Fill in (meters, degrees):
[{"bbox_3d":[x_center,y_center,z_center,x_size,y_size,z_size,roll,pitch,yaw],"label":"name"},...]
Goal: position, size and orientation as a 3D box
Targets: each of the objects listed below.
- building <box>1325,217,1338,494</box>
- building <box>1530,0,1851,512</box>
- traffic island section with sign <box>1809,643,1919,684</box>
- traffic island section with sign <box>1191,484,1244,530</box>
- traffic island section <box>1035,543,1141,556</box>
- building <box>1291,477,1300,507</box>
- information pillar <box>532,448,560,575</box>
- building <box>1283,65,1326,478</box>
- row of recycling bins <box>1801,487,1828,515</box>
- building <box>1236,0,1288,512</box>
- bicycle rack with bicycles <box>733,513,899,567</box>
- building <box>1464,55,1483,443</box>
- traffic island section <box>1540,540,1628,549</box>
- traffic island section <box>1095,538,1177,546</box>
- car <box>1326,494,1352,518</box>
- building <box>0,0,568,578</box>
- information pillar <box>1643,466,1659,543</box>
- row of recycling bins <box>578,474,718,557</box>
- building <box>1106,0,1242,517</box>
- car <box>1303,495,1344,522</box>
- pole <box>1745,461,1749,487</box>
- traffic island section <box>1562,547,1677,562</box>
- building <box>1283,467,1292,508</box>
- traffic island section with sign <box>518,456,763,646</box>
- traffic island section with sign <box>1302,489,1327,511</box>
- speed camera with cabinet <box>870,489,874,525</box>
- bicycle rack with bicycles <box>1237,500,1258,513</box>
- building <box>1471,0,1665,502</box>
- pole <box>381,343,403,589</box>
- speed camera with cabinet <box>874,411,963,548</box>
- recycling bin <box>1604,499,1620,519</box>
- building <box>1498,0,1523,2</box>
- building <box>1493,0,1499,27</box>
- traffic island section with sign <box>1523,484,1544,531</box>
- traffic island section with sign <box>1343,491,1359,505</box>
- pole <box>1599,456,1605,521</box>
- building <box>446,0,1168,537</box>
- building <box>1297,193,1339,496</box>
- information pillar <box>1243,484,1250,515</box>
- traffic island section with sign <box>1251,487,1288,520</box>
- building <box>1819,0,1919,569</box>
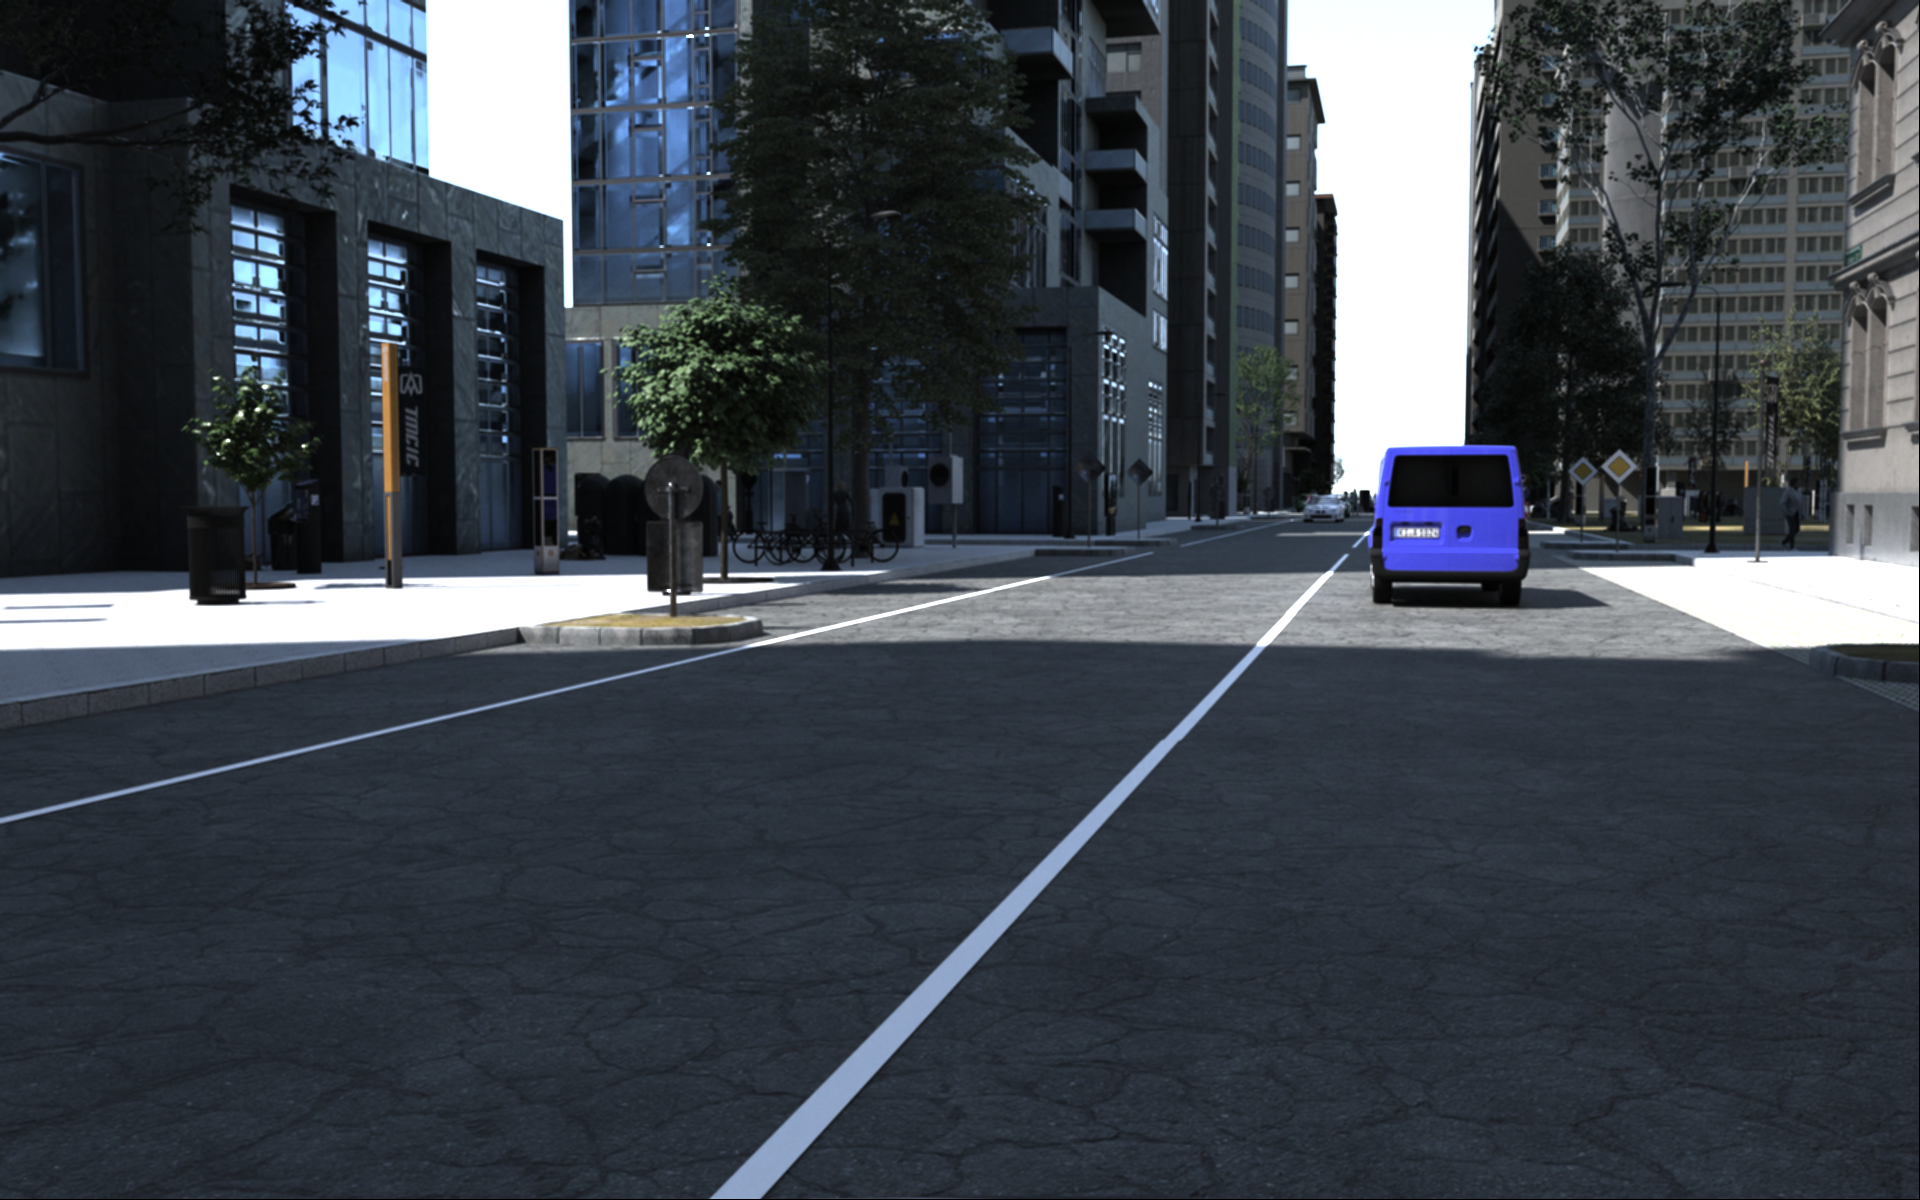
[{"bbox_3d":[50.776,-37.775,267.739,14.600,45.320,14.200,1,4,14],"label":"building"},{"bbox_3d":[58.549,-26.867,131.158,32.217,40.220,23.993,1,4,14],"label":"building"},{"bbox_3d":[7.931,-0.311,13.718,1.989,1.847,2.006,1,4,14],"label":"traffic island section with sign"},{"bbox_3d":[10.458,-3.763,70.159,1.989,1.847,2.006,1,4,14],"label":"traffic island section with sign"},{"bbox_3d":[3.054,-1.163,41.302,2.009,0.180,2.903,1,4,14],"label":"traffic island section"},{"bbox_3d":[19.852,-30.159,184.985,32.217,40.220,23.993,1,4,14],"label":"building"},{"bbox_3d":[-6.610,-1.417,27.656,0.304,2.012,0.304,-3,5,-40],"label":"information pillar"},{"bbox_3d":[31.115,-38.609,220.494,28.713,52.752,27.495,1,4,14],"label":"building"},{"bbox_3d":[52.406,-5.943,104.288,3.534,1.692,1.069,2,4,28],"label":"row of recycling bins"},{"bbox_3d":[14.386,-36.434,137.694,21.231,58.520,28.212,1,4,14],"label":"building"},{"bbox_3d":[-2.776,-1.124,31.758,2.925,0.926,2.852,1,4,10],"label":"bicycle rack with bicycles"},{"bbox_3d":[78.782,-42.187,231.762,21.231,58.520,28.212,1,4,14],"label":"building"},{"bbox_3d":[16.557,-1.456,46.090,2.009,0.180,2.903,1,4,14],"label":"traffic island section"},{"bbox_3d":[5.038,-1.636,49.037,2.009,0.180,2.903,1,4,14],"label":"traffic island section"},{"bbox_3d":[23.097,-5.809,106.778,2.131,1.459,4.920,1,4,15],"label":"car"},{"bbox_3d":[-27.081,-43.966,31.513,31.000,86.520,22.319,1,4,14],"label":"building"},{"bbox_3d":[18.356,-2.538,45.981,0.304,2.012,0.304,2,4,33],"label":"information pillar"},{"bbox_3d":[-6.602,-1.792,36.404,3.534,1.692,1.069,2,4,29],"label":"row of recycling bins"},{"bbox_3d":[8.319,-25.413,99.102,14.154,41.232,14.086,1,4,14],"label":"building"},{"bbox_3d":[18.758,-4.699,89.185,2.083,1.381,4.827,1,4,16],"label":"car"},{"bbox_3d":[48.130,-6.860,106.006,0.158,3.312,0.155,0,3,0],"label":"pole"},{"bbox_3d":[14.573,-0.983,38.354,2.009,0.180,2.903,1,4,14],"label":"traffic island section"},{"bbox_3d":[20.502,-44.198,160.896,20.563,71.187,20.611,1,4,14],"label":"building"},{"bbox_3d":[-3.079,-0.535,17.374,1.989,1.847,2.006,1,4,14],"label":"traffic island section with sign"},{"bbox_3d":[29.703,-8.353,145.207,1.989,1.847,2.006,1,4,14],"label":"traffic island section with sign"},{"bbox_3d":[-2.191,-3.603,53.243,0.660,3.252,2.038,1,4,18],"label":"speed camera with cabinet"},{"bbox_3d":[18.559,-6.227,115.190,2.852,0.926,2.925,-1,4,-22],"label":"bicycle rack with bicycles"},{"bbox_3d":[64.027,-33.853,177.206,21.300,48.544,21.600,1,4,14],"label":"building"},{"bbox_3d":[-7.700,-1.812,23.466,0.158,3.312,0.155,0,3,0],"label":"pole"},{"bbox_3d":[-0.947,-2.874,41.325,2.038,3.252,0.660,2,4,29],"label":"speed camera with cabinet"},{"bbox_3d":[33.403,-4.665,88.831,0.722,1.027,0.722,2,4,29],"label":"recycling bin"},{"bbox_3d":[58.907,-32.520,155.411,21.300,48.544,21.600,1,4,14],"label":"building"},{"bbox_3d":[72.417,-47.070,207.850,20.563,71.187,20.611,1,4,14],"label":"building"},{"bbox_3d":[21.900,-3.644,68.204,1.989,1.847,2.006,1,4,14],"label":"traffic island section with sign"},{"bbox_3d":[57.109,-14.888,252.054,1.989,1.847,2.006,1,4,14],"label":"traffic island section with sign"},{"bbox_3d":[30.493,-5.408,82.269,0.158,3.312,0.155,0,3,0],"label":"pole"},{"bbox_3d":[-2.688,-46.262,69.063,22.319,86.520,31.000,1,4,14],"label":"building"},{"bbox_3d":[42.332,-36.275,247.727,22.147,44.769,28.867,1,4,14],"label":"building"},{"bbox_3d":[17.968,-6.365,108.560,0.304,2.012,0.304,-3,4,-38],"label":"information pillar"},{"bbox_3d":[17.384,-5.415,97.167,1.989,1.847,2.006,1,4,14],"label":"traffic island section with sign"},{"bbox_3d":[21.343,-14.404,22.896,14.401,28.519,23.554,1,4,14],"label":"building"}]
